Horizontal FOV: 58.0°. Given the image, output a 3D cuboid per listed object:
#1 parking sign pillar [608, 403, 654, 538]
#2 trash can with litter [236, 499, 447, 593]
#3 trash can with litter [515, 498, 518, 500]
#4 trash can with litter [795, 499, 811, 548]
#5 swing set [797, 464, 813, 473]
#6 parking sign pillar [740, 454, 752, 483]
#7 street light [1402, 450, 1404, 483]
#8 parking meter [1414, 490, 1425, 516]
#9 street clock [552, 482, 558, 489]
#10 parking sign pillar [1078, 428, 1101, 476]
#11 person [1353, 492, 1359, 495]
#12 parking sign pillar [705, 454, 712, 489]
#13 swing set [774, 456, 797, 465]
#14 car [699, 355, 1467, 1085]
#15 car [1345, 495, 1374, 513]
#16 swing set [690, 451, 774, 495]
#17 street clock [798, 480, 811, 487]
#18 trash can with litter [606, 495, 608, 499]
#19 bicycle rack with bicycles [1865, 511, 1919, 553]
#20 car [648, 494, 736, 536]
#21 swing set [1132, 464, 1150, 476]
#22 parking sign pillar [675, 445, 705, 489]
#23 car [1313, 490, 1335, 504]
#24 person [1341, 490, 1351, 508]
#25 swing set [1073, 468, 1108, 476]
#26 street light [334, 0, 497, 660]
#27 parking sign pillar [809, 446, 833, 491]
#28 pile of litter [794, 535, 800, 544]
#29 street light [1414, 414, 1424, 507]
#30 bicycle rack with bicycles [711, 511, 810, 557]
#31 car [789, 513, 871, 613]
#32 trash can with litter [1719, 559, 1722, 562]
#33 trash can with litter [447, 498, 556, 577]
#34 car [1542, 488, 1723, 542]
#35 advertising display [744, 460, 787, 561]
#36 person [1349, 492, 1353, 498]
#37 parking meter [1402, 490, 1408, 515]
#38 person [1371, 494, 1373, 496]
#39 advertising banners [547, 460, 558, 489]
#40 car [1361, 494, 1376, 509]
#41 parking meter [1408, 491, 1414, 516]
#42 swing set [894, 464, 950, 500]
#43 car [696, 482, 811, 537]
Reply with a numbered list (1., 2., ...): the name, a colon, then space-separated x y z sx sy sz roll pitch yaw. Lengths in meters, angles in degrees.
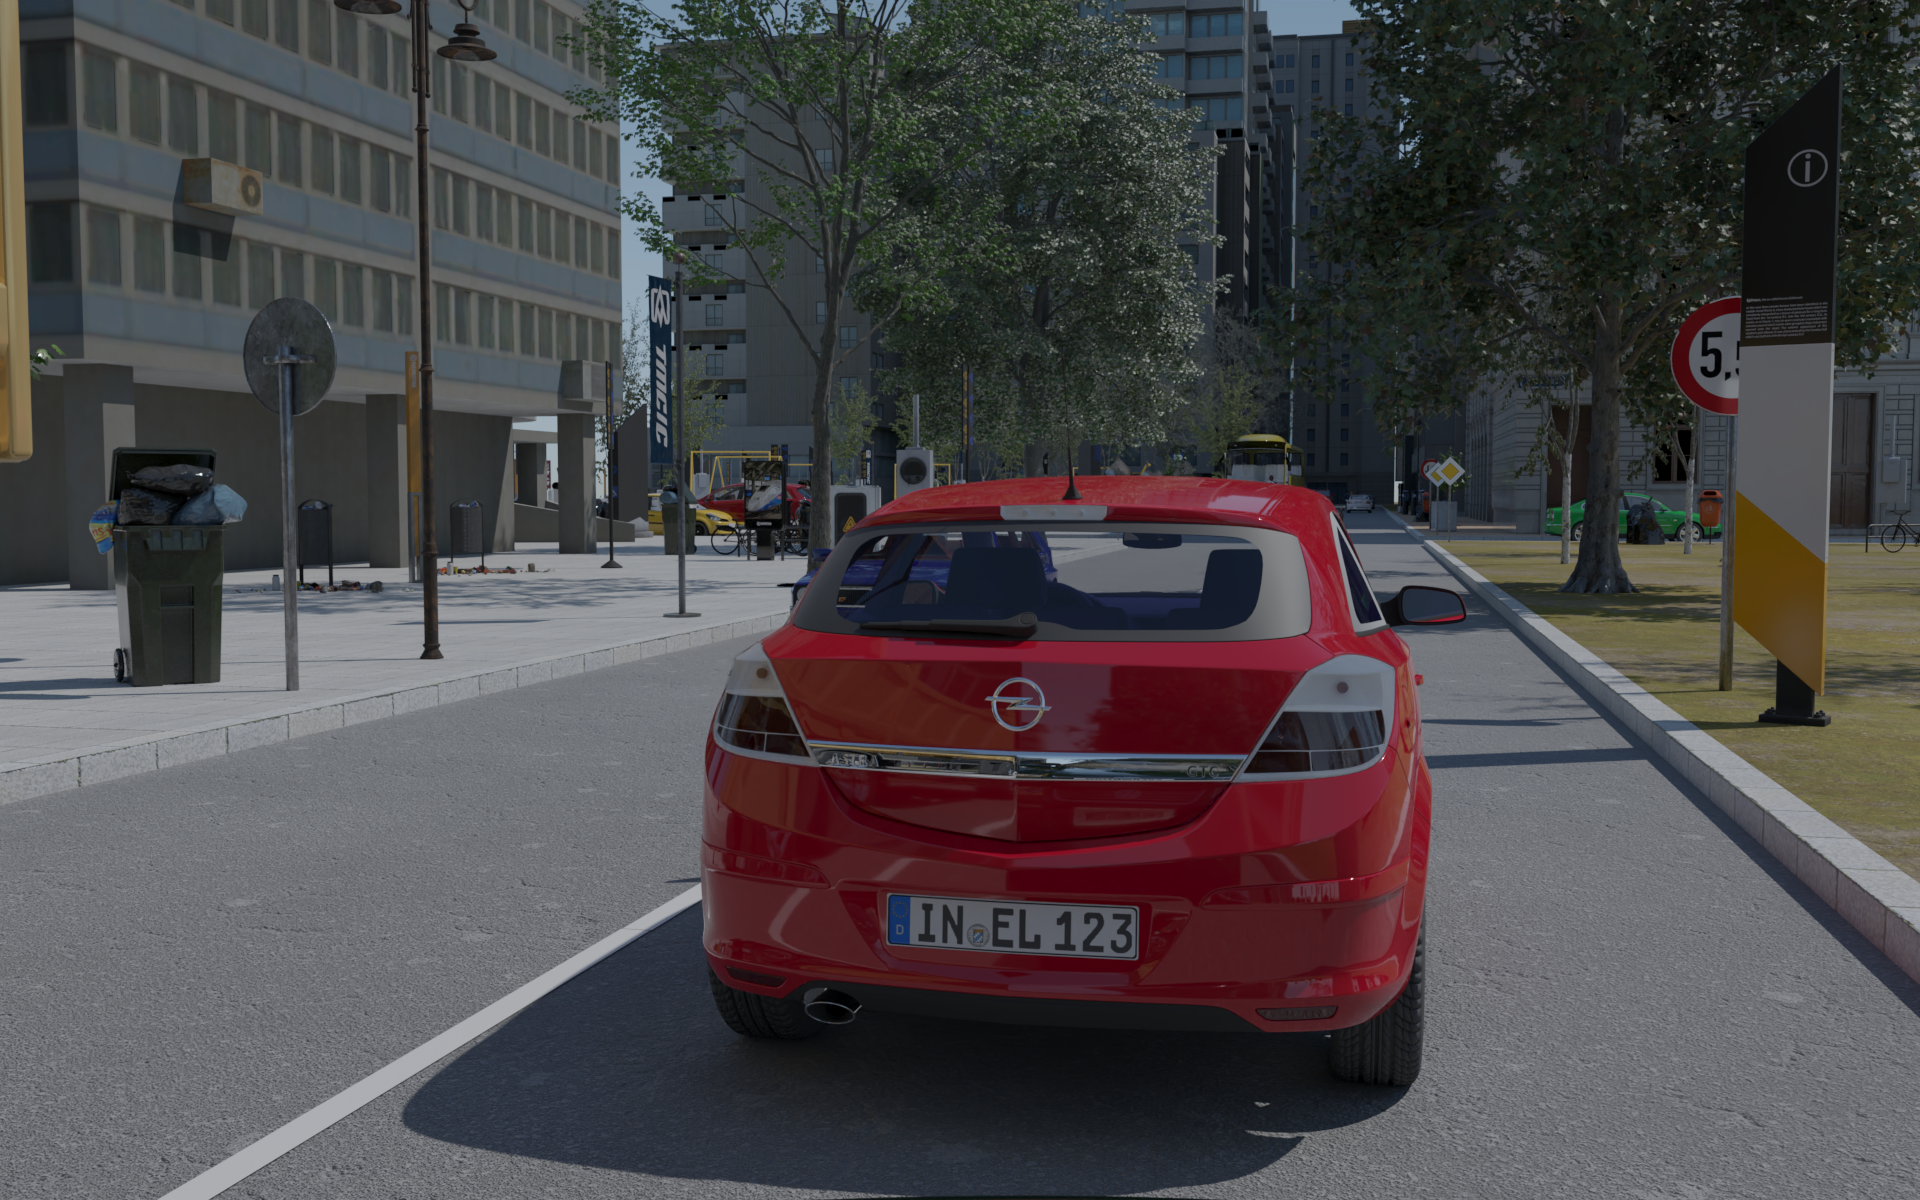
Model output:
1. parking sign pillar: -9.775 -3.823 50.986 1.447 3.967 1.447 2 4 31
2. trash can with litter: -8.277 -0.722 22.860 2.233 1.210 1.678 1 4 22
3. trash can with litter: -16.612 -3.209 63.851 1.055 1.170 0.624 -2 4 -30
4. trash can with litter: -3.330 -1.810 40.983 1.055 1.170 0.624 -1 4 -18
5. swing set: -8.611 -5.681 90.507 3.119 2.851 2.862 0 4 -6
6. parking sign pillar: -14.379 -7.873 117.195 1.447 3.967 1.447 -3 5 -39
7. street light: 32.185 -9.364 125.887 0.468 5.910 1.993 1 4 13
8. parking meter: 25.793 -5.407 96.812 0.372 1.533 0.369 0 3 0
9. street clock: -24.400 -6.121 104.645 0.471 2.002 0.358 -2 4 -26
10. parking sign pillar: 5.033 -4.830 67.448 1.447 3.967 1.447 -1 4 -18
11. person: 40.497 -10.218 177.034 0.593 1.643 0.415 1 4 13
12. parking sign pillar: -16.967 -7.760 115.350 1.447 3.967 1.447 1 4 19
13. swing set: -8.858 -4.527 71.644 3.119 2.851 2.862 1 4 16
14. car: 0.609 0.197 5.825 2.155 1.783 4.494 1 4 13
15. car: 30.206 -7.256 130.995 2.083 1.381 4.827 1 4 14
16. swing set: -8.490 -4.015 63.269 3.119 2.851 2.862 0 4 -5
17. street clock: -7.908 -5.059 87.284 0.471 2.002 0.358 1 4 11
18. trash can with litter: -28.439 -7.928 140.677 2.233 1.210 1.678 3 5 43
19. bicycle rack with bicycles: 21.149 -1.460 37.257 2.925 0.926 2.852 -1 4 -20
20. car: -9.013 -2.702 54.400 3.980 1.641 2.015 1 4 15
21. swing set: 9.794 -5.665 90.236 2.862 2.851 3.119 0 4 7
22. parking sign pillar: -14.536 -6.358 92.422 1.447 3.967 1.447 -1 4 -13
23. car: 30.309 -8.368 145.495 2.281 1.827 5.304 1 4 13
24. person: 40.299 -10.503 180.203 1.348 1.826 0.705 -1 4 -15
25. swing set: 8.227 -6.400 102.265 3.119 2.851 2.862 0 4 5
26. street light: -4.116 -2.479 13.318 0.468 5.910 1.993 1 4 13
27. parking sign pillar: -7.744 -6.603 96.438 1.447 3.967 1.447 -1 4 -15
28. pile of litter: -3.911 -1.893 44.916 1.176 0.858 1.719 1 4 16
29. street light: 23.470 -7.091 88.725 0.468 5.910 1.993 1 4 13
30. bicycle rack with bicycles: -3.776 -1.399 36.260 2.925 0.926 2.852 0 4 2
31. car: -0.225 -0.171 15.378 1.945 1.354 3.894 1 4 13
32. trash can with litter: 14.048 -1.182 30.710 1.055 1.170 0.624 3 5 40
33. trash can with litter: -7.551 -1.037 28.005 2.233 1.210 1.678 -2 4 -33
34. car: 18.792 -2.426 48.454 4.718 1.807 1.959 1 4 13
35. advertising display: -3.756 -1.725 33.413 0.974 1.923 0.123 2 4 33
36. person: 43.467 -11.160 192.430 0.415 1.643 0.593 -3 4 -37
37. parking meter: 27.677 -6.067 107.609 0.372 1.533 0.369 0 3 0
38. person: 40.783 -9.812 172.163 0.421 1.427 0.697 -2 4 -31
39. advertising banners: -20.731 -5.720 89.716 2.074 3.025 0.090 -3 5 -43
40. car: 38.370 -9.300 164.064 2.014 1.417 4.499 1 4 11
41. parking meter: 27.108 -5.809 103.385 0.372 1.533 0.369 0 3 0
42. swing set: -2.083 -5.668 90.294 3.119 2.851 2.862 0 4 -1
43. car: -7.065 -2.910 56.250 5.304 1.827 2.281 1 4 12
